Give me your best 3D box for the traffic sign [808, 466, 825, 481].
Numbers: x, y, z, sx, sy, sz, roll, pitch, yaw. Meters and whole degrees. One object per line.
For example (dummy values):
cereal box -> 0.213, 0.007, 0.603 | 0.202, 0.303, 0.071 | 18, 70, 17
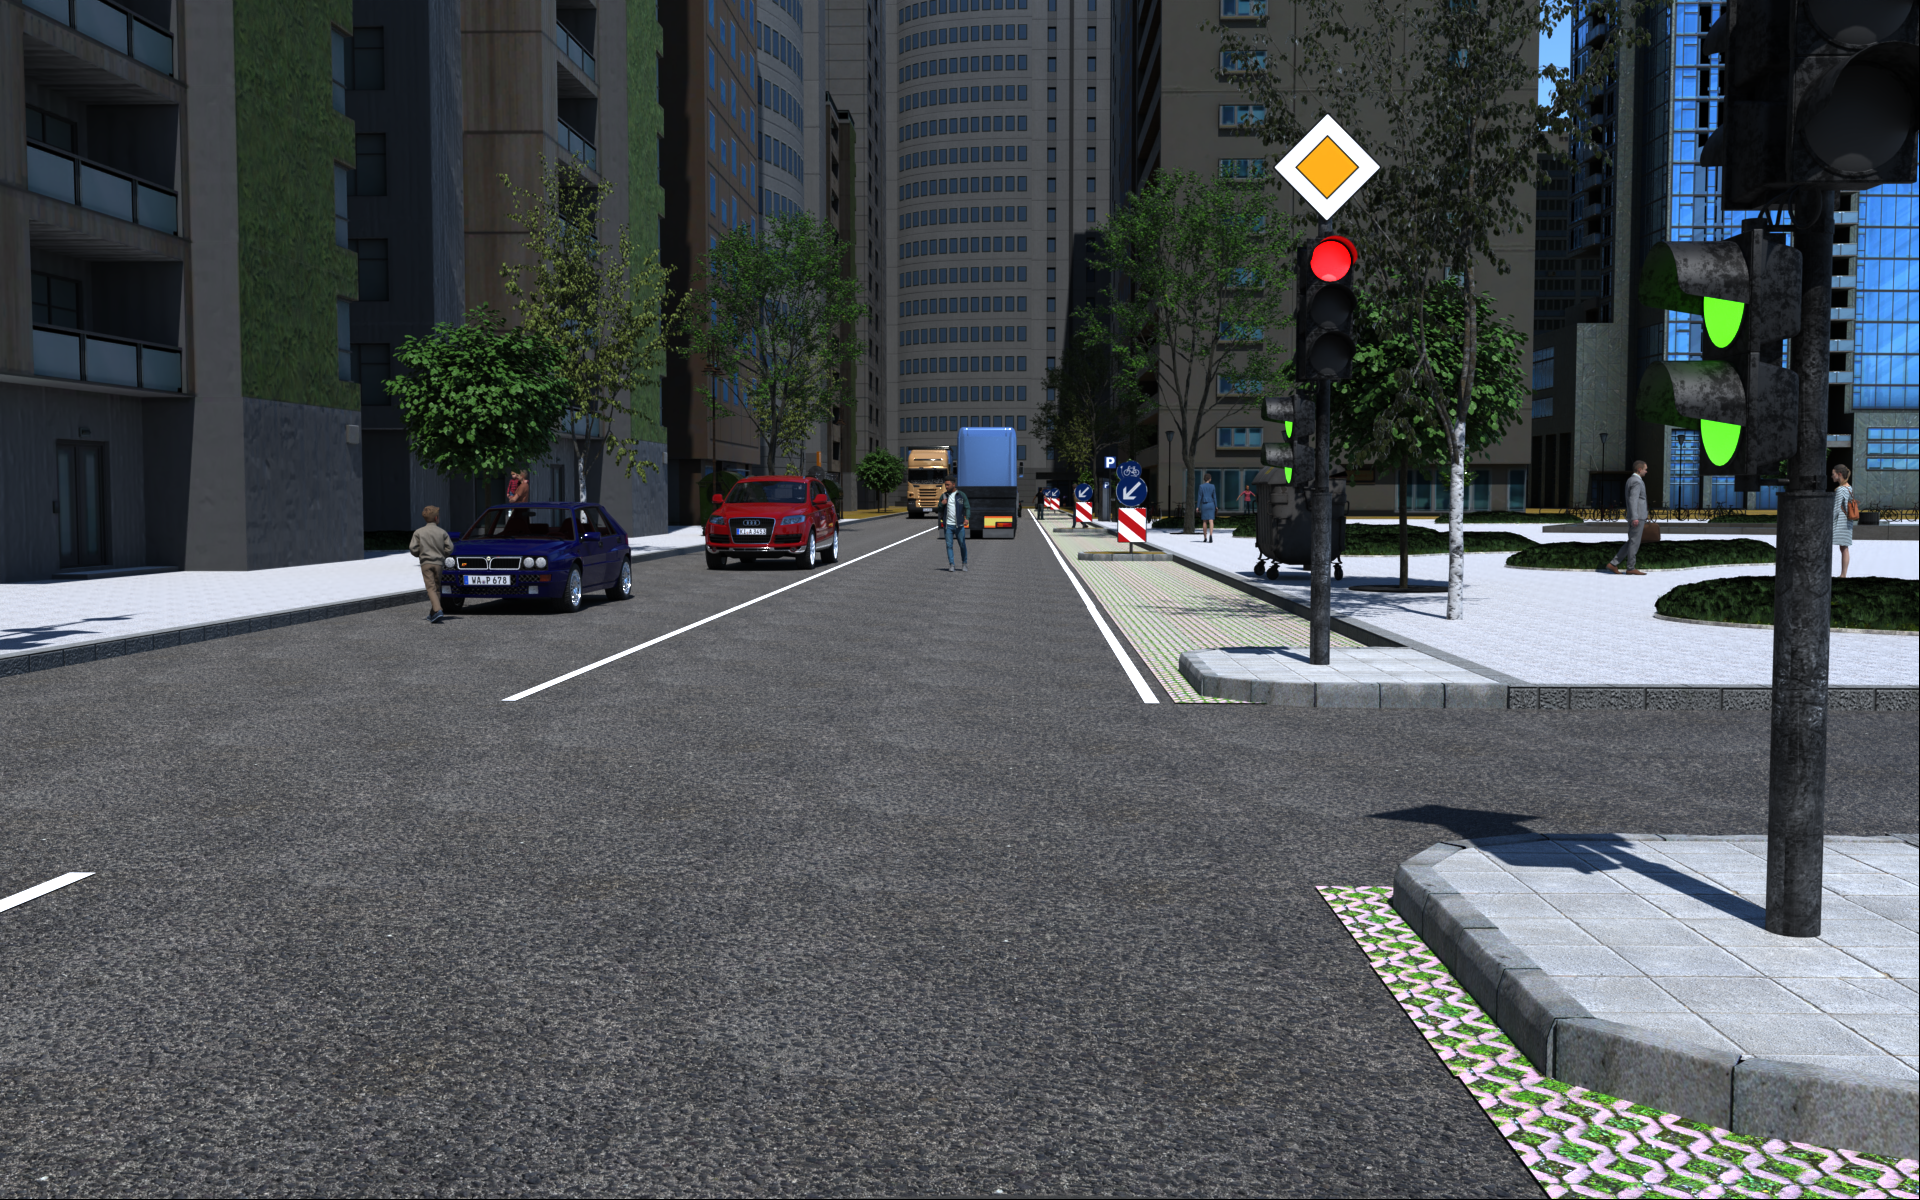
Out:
traffic sign -> -6.463, -4.761, 77.948 | 0.768, 2.556, 0.104 | 0, 4, 2

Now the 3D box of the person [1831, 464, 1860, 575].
person -> 12.490, -1.073, 24.588 | 0.522, 1.701, 0.512 | 3, 5, 43

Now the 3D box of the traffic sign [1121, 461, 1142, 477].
traffic sign -> 6.539, -4.033, 66.043 | 0.768, 2.556, 0.104 | 1, 4, 11

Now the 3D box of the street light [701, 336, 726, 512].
street light -> -7.194, -4.763, 50.669 | 0.468, 5.910, 1.993 | 0, 4, 2

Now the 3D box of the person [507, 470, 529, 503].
person -> -9.653, -1.954, 37.967 | 0.580, 1.828, 0.573 | 2, 4, 24

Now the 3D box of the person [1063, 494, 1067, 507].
person -> 10.286, -9.657, 169.622 | 0.421, 1.427, 0.697 | 1, 4, 17

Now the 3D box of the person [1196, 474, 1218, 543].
person -> 6.527, -2.427, 45.746 | 0.581, 1.822, 0.654 | 1, 4, 10

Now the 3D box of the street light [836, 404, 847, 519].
street light -> -5.996, -7.034, 87.790 | 0.468, 5.910, 1.993 | 0, 4, 2

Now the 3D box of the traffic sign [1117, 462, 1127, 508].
traffic sign -> 6.630, -4.220, 69.106 | 0.768, 2.556, 0.104 | 1, 4, 11

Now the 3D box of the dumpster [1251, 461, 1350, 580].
dumpster -> 5.193, -1.265, 26.438 | 1.264, 1.857, 1.865 | 0, 4, 2

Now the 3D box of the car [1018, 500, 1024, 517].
car -> 2.947, -5.969, 107.379 | 2.009, 1.686, 4.222 | 0, 4, 1

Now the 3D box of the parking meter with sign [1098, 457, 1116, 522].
parking meter with sign -> 6.827, -5.198, 81.252 | 0.543, 3.016, 1.738 | -1, 4, -9

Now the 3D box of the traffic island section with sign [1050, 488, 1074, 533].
traffic island section with sign -> 4.479, -3.422, 64.584 | 1.989, 1.847, 2.006 | 0, 4, 2

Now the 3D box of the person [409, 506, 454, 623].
person -> -5.895, -0.399, 19.299 | 0.475, 1.303, 0.640 | -3, 4, -37

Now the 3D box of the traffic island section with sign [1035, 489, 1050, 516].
traffic island section with sign -> 6.178, -6.506, 115.001 | 1.989, 1.847, 2.006 | 0, 4, 2

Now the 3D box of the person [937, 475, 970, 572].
person -> -0.116, -1.417, 32.010 | 0.623, 1.781, 0.721 | 0, 4, 1

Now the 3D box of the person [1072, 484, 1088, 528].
person -> 4.562, -3.590, 67.112 | 0.836, 1.842, 0.656 | -1, 4, -9

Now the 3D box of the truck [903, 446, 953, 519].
truck -> -1.753, -7.010, 103.533 | 2.839, 4.237, 11.283 | 0, 4, 1

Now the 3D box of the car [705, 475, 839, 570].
car -> -3.676, -1.584, 34.565 | 2.281, 1.827, 5.304 | 0, 4, 4

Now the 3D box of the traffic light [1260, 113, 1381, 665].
traffic light -> 2.694, -1.469, 12.947 | 0.839, 4.253, 0.868 | 0, 4, 2

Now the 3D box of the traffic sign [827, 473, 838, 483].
traffic sign -> -6.151, -4.966, 83.320 | 0.606, 2.300, 0.079 | 0, 4, 4

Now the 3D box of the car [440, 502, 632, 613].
car -> -5.421, -0.585, 22.148 | 1.945, 1.354, 3.894 | 0, 4, 3

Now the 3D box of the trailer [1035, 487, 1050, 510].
trailer -> 7.073, -8.494, 145.925 | 1.471, 1.999, 3.904 | 0, 4, 3

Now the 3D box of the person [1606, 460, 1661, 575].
person -> 10.721, -1.302, 27.459 | 0.853, 1.813, 0.709 | 1, 4, 8

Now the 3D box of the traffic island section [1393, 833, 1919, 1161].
traffic island section -> 2.464, 1.052, 5.079 | 2.009, 0.180, 2.903 | 0, 4, 2

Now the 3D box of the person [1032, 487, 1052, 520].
person -> 4.452, -5.301, 95.179 | 1.348, 1.822, 0.705 | 3, 5, 43

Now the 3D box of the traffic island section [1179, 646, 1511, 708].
traffic island section -> 2.733, 0.564, 13.059 | 2.009, 0.180, 2.903 | 0, 4, 2

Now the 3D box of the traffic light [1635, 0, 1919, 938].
traffic light -> 2.424, -0.981, 4.966 | 0.839, 4.253, 0.868 | 0, 4, 2

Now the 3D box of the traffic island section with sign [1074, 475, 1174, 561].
traffic island section with sign -> 3.574, -1.775, 37.644 | 1.989, 1.847, 2.006 | 0, 4, 2

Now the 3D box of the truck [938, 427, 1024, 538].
truck -> 0.862, -4.526, 63.752 | 2.967, 4.110, 18.799 | 0, 4, 2

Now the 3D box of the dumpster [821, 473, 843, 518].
dumpster -> -6.325, -4.829, 81.444 | 1.502, 2.255, 1.985 | 0, 4, 2

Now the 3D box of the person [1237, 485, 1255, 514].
person -> 14.880, -5.063, 89.546 | 1.217, 1.743, 0.721 | 0, 4, -7

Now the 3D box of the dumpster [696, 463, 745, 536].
dumpster -> -7.268, -3.113, 53.393 | 1.502, 2.255, 1.985 | 0, 4, 2

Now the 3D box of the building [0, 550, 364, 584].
building -> -18.911, -20.946, 26.058 | 14.154, 41.232, 14.086 | 0, 4, 2
